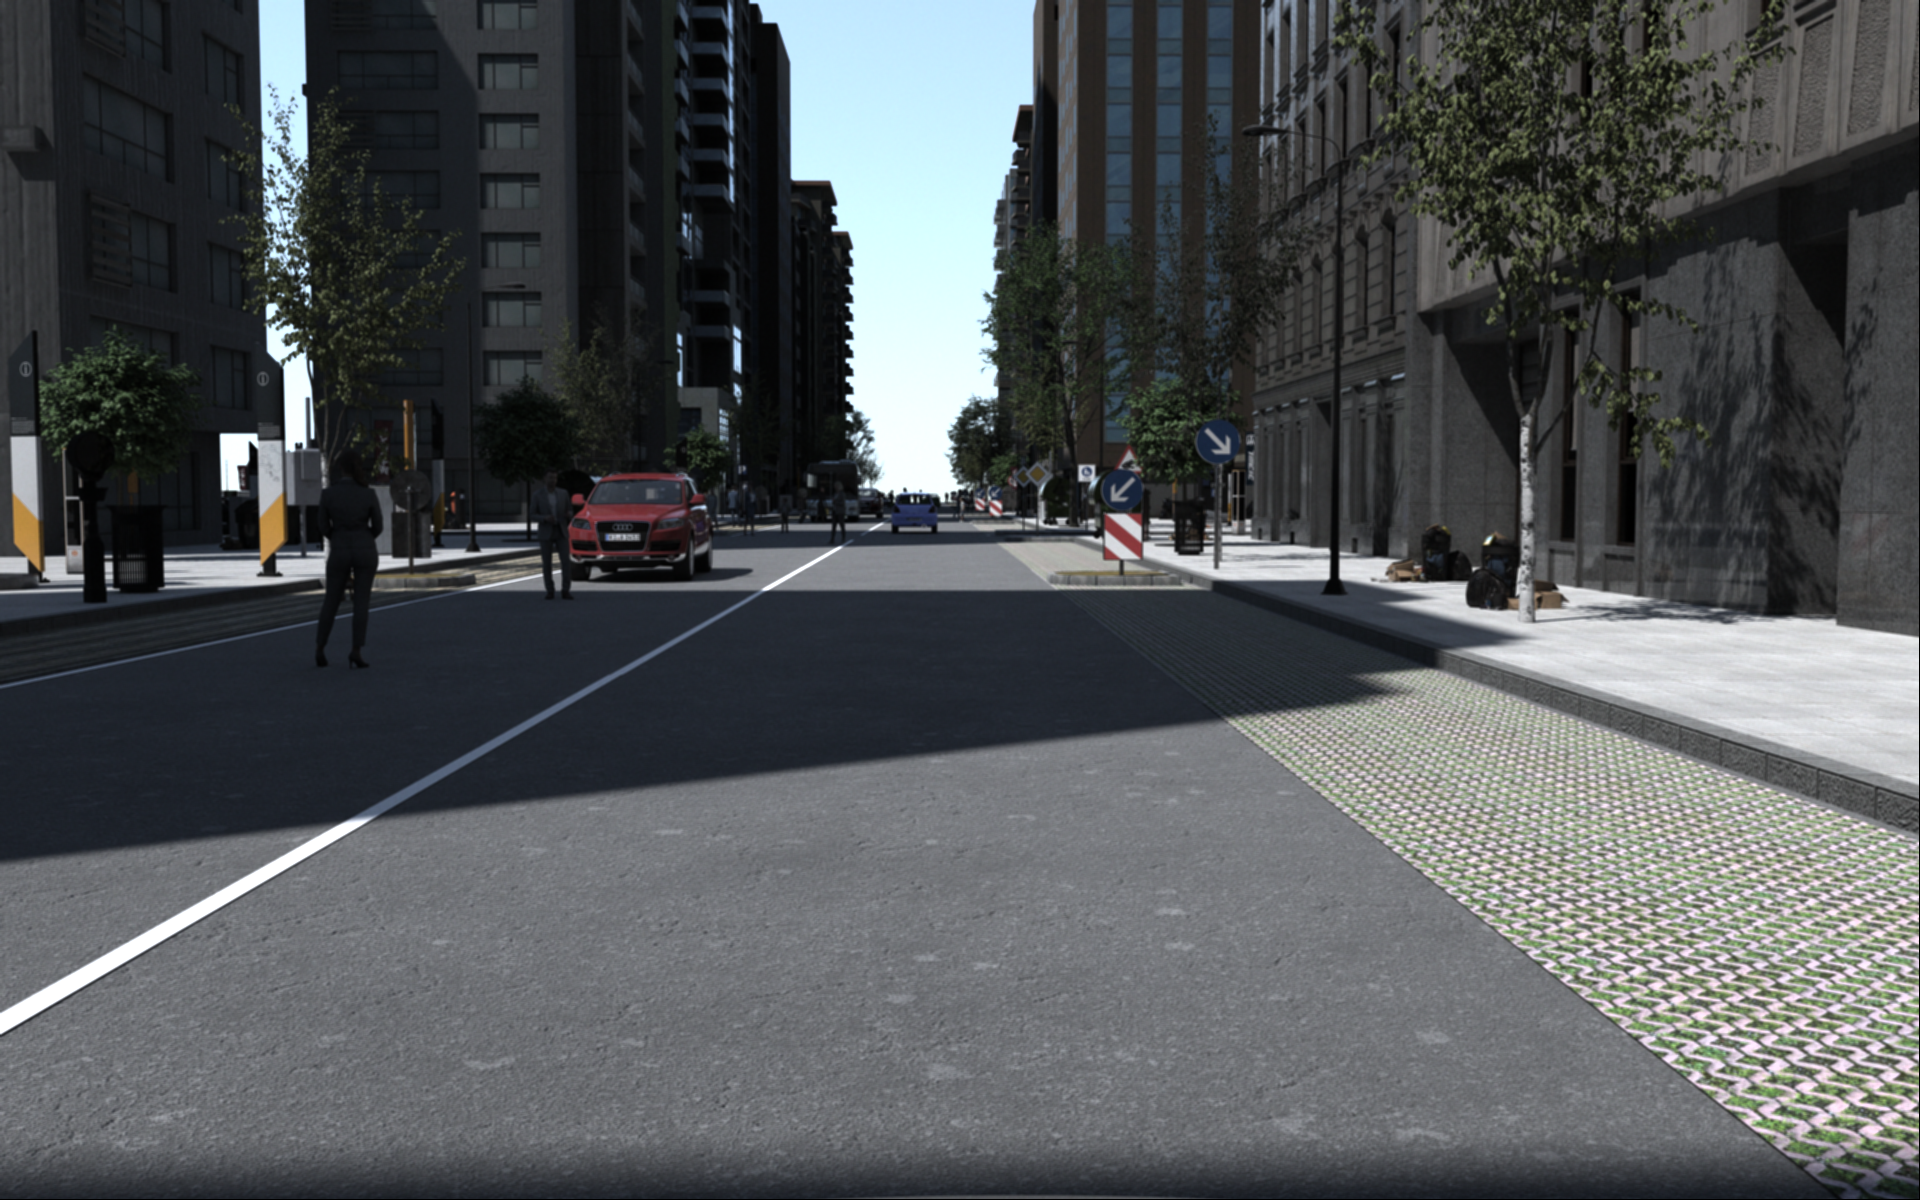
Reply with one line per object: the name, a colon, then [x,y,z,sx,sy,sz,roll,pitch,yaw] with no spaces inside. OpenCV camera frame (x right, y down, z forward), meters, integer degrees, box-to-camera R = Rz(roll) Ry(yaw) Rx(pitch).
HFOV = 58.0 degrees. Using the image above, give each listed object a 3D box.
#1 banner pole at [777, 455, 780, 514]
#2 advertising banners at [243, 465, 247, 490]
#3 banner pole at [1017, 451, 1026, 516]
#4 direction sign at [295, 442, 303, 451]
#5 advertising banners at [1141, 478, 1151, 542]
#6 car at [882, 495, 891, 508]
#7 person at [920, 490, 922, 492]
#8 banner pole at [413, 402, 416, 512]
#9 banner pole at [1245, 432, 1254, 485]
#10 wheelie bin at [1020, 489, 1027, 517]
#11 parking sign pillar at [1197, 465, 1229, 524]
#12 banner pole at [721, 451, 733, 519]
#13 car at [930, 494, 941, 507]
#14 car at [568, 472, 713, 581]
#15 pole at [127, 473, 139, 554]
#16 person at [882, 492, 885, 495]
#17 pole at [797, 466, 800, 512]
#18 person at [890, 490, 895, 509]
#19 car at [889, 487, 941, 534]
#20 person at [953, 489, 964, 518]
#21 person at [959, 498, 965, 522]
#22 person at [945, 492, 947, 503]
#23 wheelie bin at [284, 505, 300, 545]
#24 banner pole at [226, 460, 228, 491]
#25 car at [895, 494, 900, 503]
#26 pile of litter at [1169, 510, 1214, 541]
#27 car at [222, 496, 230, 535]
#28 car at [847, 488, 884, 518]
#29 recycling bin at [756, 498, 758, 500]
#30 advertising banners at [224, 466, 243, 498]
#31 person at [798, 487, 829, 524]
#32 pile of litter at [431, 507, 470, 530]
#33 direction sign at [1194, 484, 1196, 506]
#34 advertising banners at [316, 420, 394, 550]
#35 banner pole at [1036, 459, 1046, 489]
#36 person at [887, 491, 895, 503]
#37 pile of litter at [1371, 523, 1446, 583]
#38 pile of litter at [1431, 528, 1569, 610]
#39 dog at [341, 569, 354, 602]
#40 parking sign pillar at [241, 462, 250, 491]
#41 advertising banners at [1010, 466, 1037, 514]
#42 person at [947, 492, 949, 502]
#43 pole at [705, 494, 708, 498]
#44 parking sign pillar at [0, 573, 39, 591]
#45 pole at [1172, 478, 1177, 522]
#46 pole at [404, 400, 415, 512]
banner pole: [-11.518,-7.330,109.860,0.401,3.779,0.863,0,4,2]
advertising banners: [-42.893,-6.684,105.477,2.074,3.025,0.090,-1,4,-16]
banner pole: [3.526,-6.715,99.799,0.863,3.779,0.401,3,5,43]
direction sign: [-28.998,-5.142,76.065,0.379,3.537,0.876,-3,5,-41]
advertising banners: [5.009,-3.099,46.862,0.090,3.025,2.074,1,4,13]
car: [-8.220,-10.401,182.643,1.945,1.354,3.894,0,4,-3]
person: [-3.472,-9.056,156.437,0.599,1.838,0.709,0,4,1]
banner pole: [-14.827,-3.491,47.095,0.401,3.779,0.863,-1,4,-22]
banner pole: [10.358,-4.334,60.877,0.863,3.779,0.401,3,5,43]
wheelie bin: [3.709,-5.412,96.400,0.693,1.594,0.980,0,4,4]
parking sign pillar: [11.079,-5.344,75.842,1.447,3.967,1.447,-1,4,-15]
banner pole: [-11.902,-6.007,88.235,0.863,3.779,0.401,1,4,18]
car: [-3.038,-10.877,186.632,1.959,1.807,4.718,0,4,-1]
car: [-5.517,-1.322,30.292,2.281,1.827,5.304,0,4,-3]
pole: [-17.794,-2.655,37.245,0.158,3.312,0.155,0,3,0]
person: [-11.814,-15.791,266.819,1.348,1.807,0.705,0,4,3]
pole: [-11.808,-8.123,126.659,0.158,3.312,0.155,0,3,0]
person: [-6.430,-9.559,164.789,0.705,1.824,1.348,-1,4,-14]
car: [-1.678,-3.339,64.184,1.945,1.707,3.694,0,4,-1]
person: [-0.097,-5.712,102.727,0.643,1.720,0.563,0,4,6]
person: [0.108,-4.593,88.273,0.352,1.250,0.332,1,4,21]
person: [-2.187,-16.695,282.288,0.721,1.723,1.217,2,4,25]
wheelie bin: [-17.048,-2.178,43.521,0.980,1.594,0.693,-2,4,-35]
banner pole: [-53.819,-8.389,127.177,0.401,3.779,0.863,-1,4,-23]
car: [-9.296,-15.915,272.205,2.014,1.417,4.499,0,4,0]
pile of litter: [6.467,-2.105,48.389,1.176,0.858,1.719,0,4,-6]
car: [-23.653,-2.756,54.848,4.222,1.686,2.009,0,4,-3]
car: [-5.676,-5.826,103.932,2.281,1.827,5.304,0,4,0]
recycling bin: [-13.489,-6.063,111.678,0.722,1.027,0.722,-2,4,-28]
advertising banners: [-27.771,-4.152,64.067,2.074,3.025,0.090,-1,4,-19]
person: [-7.110,-4.615,84.171,1.509,1.804,0.699,-1,4,-13]
pile of litter: [-18.325,-2.949,62.175,1.719,0.858,1.176,3,4,38]
direction sign: [8.500,-4.317,62.586,0.379,3.537,0.876,-1,4,-13]
advertising banners: [-14.055,-2.700,40.328,0.090,3.025,2.074,3,4,37]
banner pole: [5.375,-7.581,113.966,0.863,3.779,0.401,0,4,3]
person: [-9.877,-14.387,243.804,1.350,1.814,0.705,0,4,-6]
pile of litter: [6.845,-0.713,25.617,1.719,0.858,1.176,-1,4,-10]
pile of litter: [6.430,-0.356,19.787,1.719,0.858,1.176,-3,5,-39]
dog: [-8.165,-0.232,23.075,0.540,0.507,0.406,2,4,25]
parking sign pillar: [-53.684,-8.678,130.356,1.447,3.967,1.447,0,4,-2]
advertising banners: [4.201,-6.942,109.697,2.074,3.025,0.090,0,4,6]
person: [-2.140,-17.433,294.450,0.530,1.710,0.541,-2,4,-29]
pole: [-14.940,-6.618,102.047,0.158,3.312,0.155,0,3,0]
parking sign pillar: [-13.280,-2.131,23.315,1.447,3.967,1.447,-2,4,-26]
pole: [9.990,-5.298,80.462,0.158,3.312,0.155,0,3,0]
pole: [-11.960,-2.679,37.647,0.158,3.312,0.155,0,3,0]
